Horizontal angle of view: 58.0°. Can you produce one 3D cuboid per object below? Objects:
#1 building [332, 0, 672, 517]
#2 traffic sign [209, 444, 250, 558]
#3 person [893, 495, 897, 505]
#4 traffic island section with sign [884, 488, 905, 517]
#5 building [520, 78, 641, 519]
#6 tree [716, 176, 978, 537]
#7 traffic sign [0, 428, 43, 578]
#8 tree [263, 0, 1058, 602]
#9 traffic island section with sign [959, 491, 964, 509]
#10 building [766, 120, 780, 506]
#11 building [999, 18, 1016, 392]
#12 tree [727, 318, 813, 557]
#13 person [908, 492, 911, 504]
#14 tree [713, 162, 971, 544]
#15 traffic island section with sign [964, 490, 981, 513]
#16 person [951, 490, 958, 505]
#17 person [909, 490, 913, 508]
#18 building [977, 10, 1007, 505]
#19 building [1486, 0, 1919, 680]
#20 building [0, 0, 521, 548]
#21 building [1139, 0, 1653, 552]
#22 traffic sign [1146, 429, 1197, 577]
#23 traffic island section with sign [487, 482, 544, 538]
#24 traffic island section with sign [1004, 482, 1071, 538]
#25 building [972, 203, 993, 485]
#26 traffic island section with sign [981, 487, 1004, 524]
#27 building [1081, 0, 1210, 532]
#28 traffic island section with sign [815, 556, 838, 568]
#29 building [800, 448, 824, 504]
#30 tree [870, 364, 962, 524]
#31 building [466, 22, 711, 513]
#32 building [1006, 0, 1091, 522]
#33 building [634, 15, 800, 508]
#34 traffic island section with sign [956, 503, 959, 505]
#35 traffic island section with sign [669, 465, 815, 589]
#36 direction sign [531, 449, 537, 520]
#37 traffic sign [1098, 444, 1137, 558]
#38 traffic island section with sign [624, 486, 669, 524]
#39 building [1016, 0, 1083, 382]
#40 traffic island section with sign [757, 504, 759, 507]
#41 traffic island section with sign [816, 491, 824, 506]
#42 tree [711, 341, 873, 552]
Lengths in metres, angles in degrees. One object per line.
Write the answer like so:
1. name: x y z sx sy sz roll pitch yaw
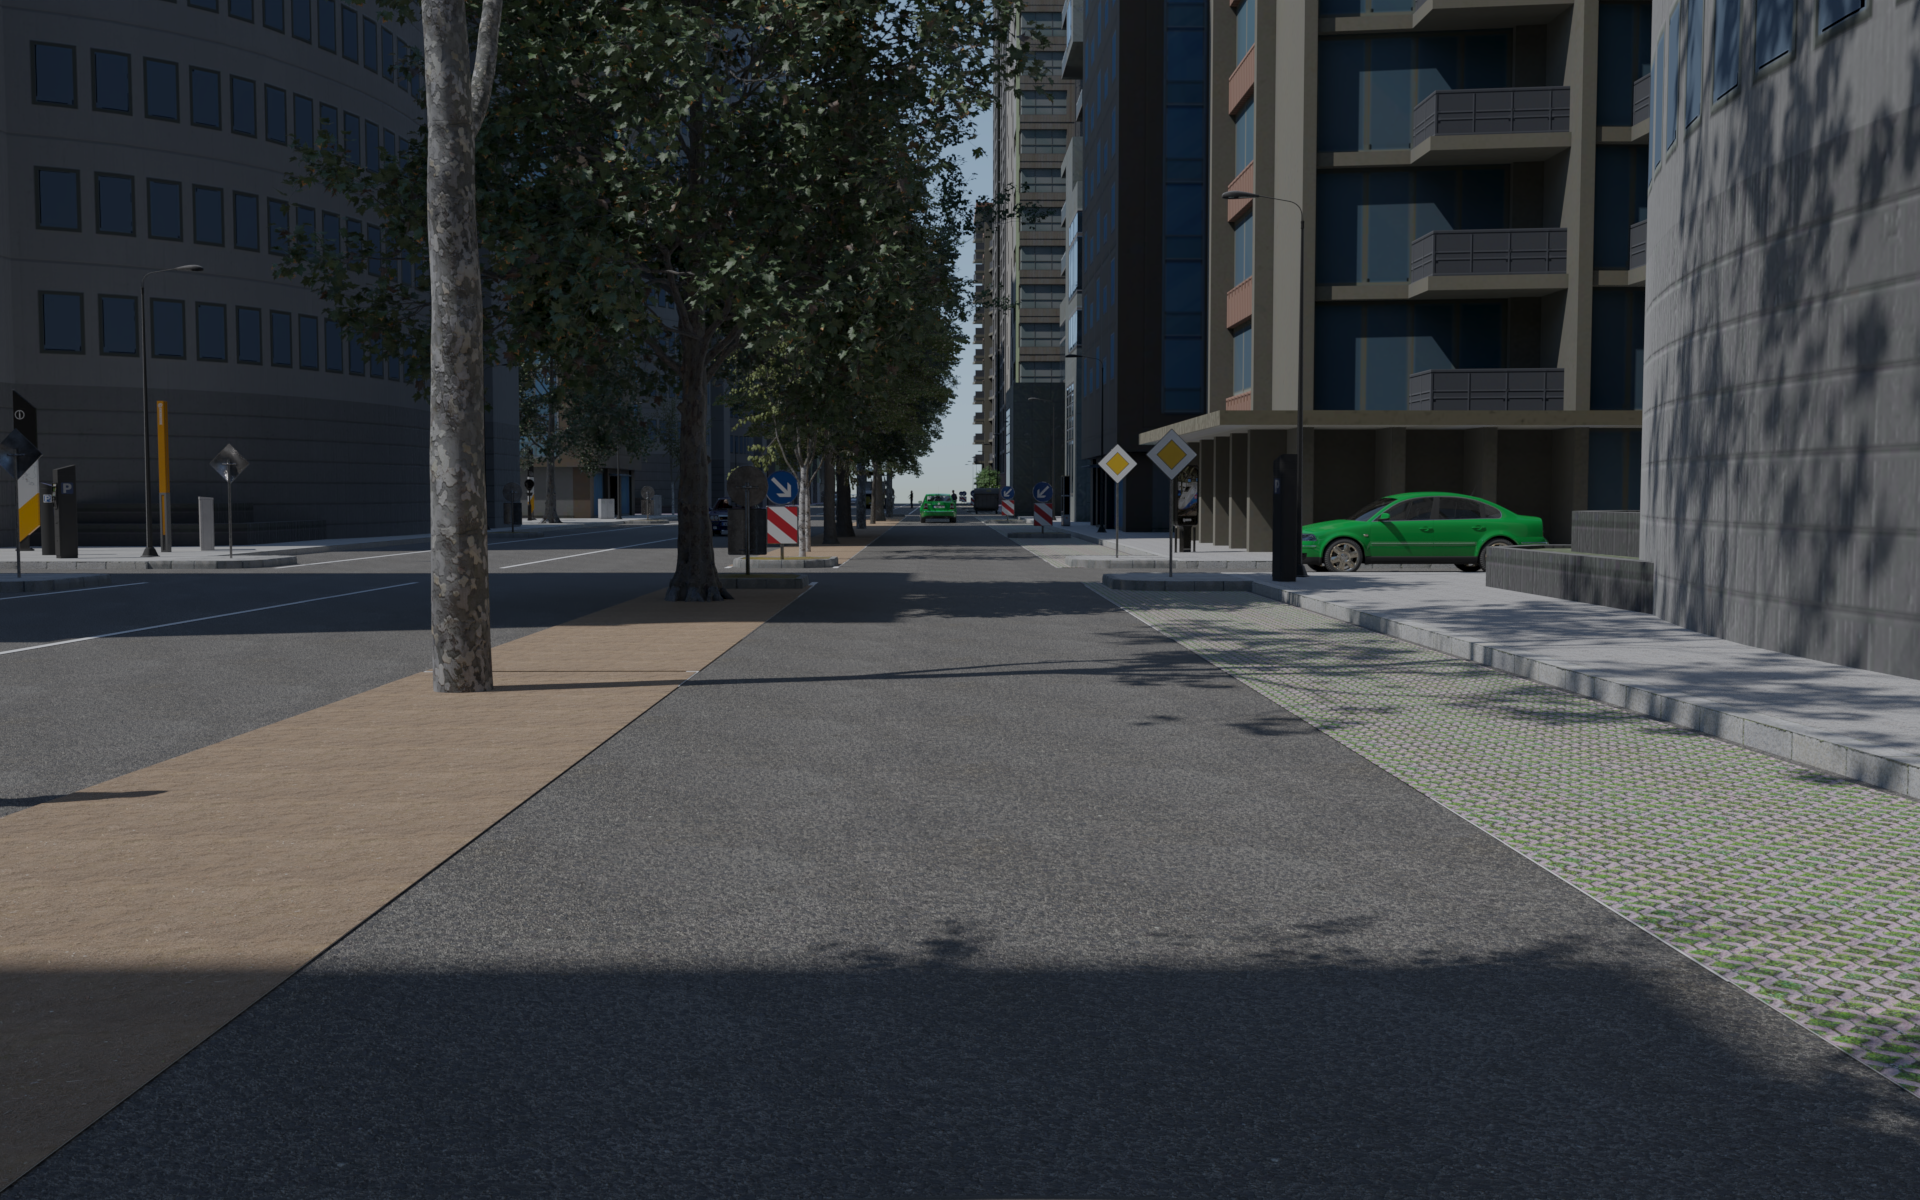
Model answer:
1. building: -28.627 -35.506 122.527 21.231 58.520 28.212 0 4 -1
2. traffic sign: -14.542 -1.887 34.499 0.795 2.450 0.064 0 4 -1
3. person: -8.911 -13.796 234.748 0.721 1.739 1.217 -2 4 -28
4. traffic island section with sign: -4.483 -6.199 109.496 2.006 1.907 1.989 0 4 -1
5. building: -26.004 -27.270 95.978 14.600 45.320 14.200 0 4 -1
6. tree: -3.838 -9.066 57.339 9.857 13.997 8.962 0 3 0
7. traffic sign: -14.436 -1.399 26.515 0.795 2.450 0.064 0 4 -1
8. tree: -3.555 -6.322 22.836 9.611 12.733 9.660 0 3 0
9. traffic island section with sign: 1.156 -9.355 161.584 1.989 1.847 2.006 0 4 -1
10. building: -25.680 -29.894 172.367 14.154 41.232 14.086 0 4 -1
11. building: 18.501 -35.624 171.690 28.713 52.752 27.495 0 4 -1
12. tree: -3.460 -5.182 37.540 4.737 8.622 4.395 0 3 0
13. person: -7.135 -14.886 251.960 0.705 1.814 1.350 -3 4 -36
14. tree: -3.593 -7.832 48.630 7.486 12.596 7.792 0 3 0
15. traffic island section with sign: 1.518 -7.707 134.631 1.989 1.847 2.006 0 4 -1
16. person: -0.627 -7.669 134.411 0.750 1.759 0.617 -2 4 -33
17. person: -4.873 -10.099 173.637 0.705 1.822 1.348 -1 4 -16
18. building: 12.653 -48.368 229.062 20.563 71.187 20.611 0 4 -1
19. building: 17.079 -28.711 11.422 21.231 58.520 28.212 0 4 -1
20. building: -27.645 -31.224 52.504 21.231 58.520 28.212 0 4 -1
21. building: 19.630 -23.893 45.283 28.867 44.769 22.147 0 4 -1
22. traffic sign: 3.257 -1.412 26.730 0.795 2.450 0.064 0 4 -1
23. traffic island section with sign: -14.873 -2.976 57.284 1.989 1.847 2.006 0 4 -1
24. traffic island section with sign: 2.561 -2.939 56.677 1.989 1.847 2.006 0 4 -1
25. building: 13.013 -36.694 254.568 22.147 44.769 28.867 0 4 -1
26. traffic island section with sign: 2.181 -4.621 84.174 1.989 1.847 2.006 0 4 -1
27. building: 12.009 -25.276 63.371 14.600 45.320 14.200 0 4 -1
28. traffic island section with sign: -3.471 -1.604 34.364 2.006 1.907 1.989 0 4 -1
29. building: -26.913 -35.018 256.135 14.154 41.232 14.086 0 4 -1
30. tree: -4.169 -8.864 81.796 8.767 10.594 7.601 0 4 -1
31. building: -28.866 -37.229 150.686 21.231 58.520 28.212 0 4 -1
32. building: 14.295 -47.708 92.690 22.319 86.520 31.000 0 4 -1
33. building: -30.831 -40.621 206.157 21.231 58.520 28.212 0 4 -1
34. traffic island section with sign: 0.411 -12.746 217.017 1.989 1.847 2.006 0 4 -1
35. traffic island section with sign: -3.381 -1.151 26.957 2.006 1.907 1.989 0 4 -1
36. direction sign: -21.060 -5.707 85.309 0.379 3.537 0.876 -1 4 -9
37. traffic sign: 3.151 -1.900 34.714 0.795 2.450 0.064 0 4 -1
38. traffic island section with sign: -15.240 -4.635 84.416 1.989 1.847 2.006 0 4 -1
39. building: 10.836 -26.740 120.785 14.154 41.232 14.086 0 4 -1
40. traffic island section with sign: -15.899 -7.688 134.329 1.989 1.847 2.006 0 4 -1
41. traffic island section with sign: -16.991 -12.714 216.493 1.989 1.847 2.006 0 4 -1
42. tree: -3.734 -5.465 42.176 4.360 8.622 3.978 0 3 0
